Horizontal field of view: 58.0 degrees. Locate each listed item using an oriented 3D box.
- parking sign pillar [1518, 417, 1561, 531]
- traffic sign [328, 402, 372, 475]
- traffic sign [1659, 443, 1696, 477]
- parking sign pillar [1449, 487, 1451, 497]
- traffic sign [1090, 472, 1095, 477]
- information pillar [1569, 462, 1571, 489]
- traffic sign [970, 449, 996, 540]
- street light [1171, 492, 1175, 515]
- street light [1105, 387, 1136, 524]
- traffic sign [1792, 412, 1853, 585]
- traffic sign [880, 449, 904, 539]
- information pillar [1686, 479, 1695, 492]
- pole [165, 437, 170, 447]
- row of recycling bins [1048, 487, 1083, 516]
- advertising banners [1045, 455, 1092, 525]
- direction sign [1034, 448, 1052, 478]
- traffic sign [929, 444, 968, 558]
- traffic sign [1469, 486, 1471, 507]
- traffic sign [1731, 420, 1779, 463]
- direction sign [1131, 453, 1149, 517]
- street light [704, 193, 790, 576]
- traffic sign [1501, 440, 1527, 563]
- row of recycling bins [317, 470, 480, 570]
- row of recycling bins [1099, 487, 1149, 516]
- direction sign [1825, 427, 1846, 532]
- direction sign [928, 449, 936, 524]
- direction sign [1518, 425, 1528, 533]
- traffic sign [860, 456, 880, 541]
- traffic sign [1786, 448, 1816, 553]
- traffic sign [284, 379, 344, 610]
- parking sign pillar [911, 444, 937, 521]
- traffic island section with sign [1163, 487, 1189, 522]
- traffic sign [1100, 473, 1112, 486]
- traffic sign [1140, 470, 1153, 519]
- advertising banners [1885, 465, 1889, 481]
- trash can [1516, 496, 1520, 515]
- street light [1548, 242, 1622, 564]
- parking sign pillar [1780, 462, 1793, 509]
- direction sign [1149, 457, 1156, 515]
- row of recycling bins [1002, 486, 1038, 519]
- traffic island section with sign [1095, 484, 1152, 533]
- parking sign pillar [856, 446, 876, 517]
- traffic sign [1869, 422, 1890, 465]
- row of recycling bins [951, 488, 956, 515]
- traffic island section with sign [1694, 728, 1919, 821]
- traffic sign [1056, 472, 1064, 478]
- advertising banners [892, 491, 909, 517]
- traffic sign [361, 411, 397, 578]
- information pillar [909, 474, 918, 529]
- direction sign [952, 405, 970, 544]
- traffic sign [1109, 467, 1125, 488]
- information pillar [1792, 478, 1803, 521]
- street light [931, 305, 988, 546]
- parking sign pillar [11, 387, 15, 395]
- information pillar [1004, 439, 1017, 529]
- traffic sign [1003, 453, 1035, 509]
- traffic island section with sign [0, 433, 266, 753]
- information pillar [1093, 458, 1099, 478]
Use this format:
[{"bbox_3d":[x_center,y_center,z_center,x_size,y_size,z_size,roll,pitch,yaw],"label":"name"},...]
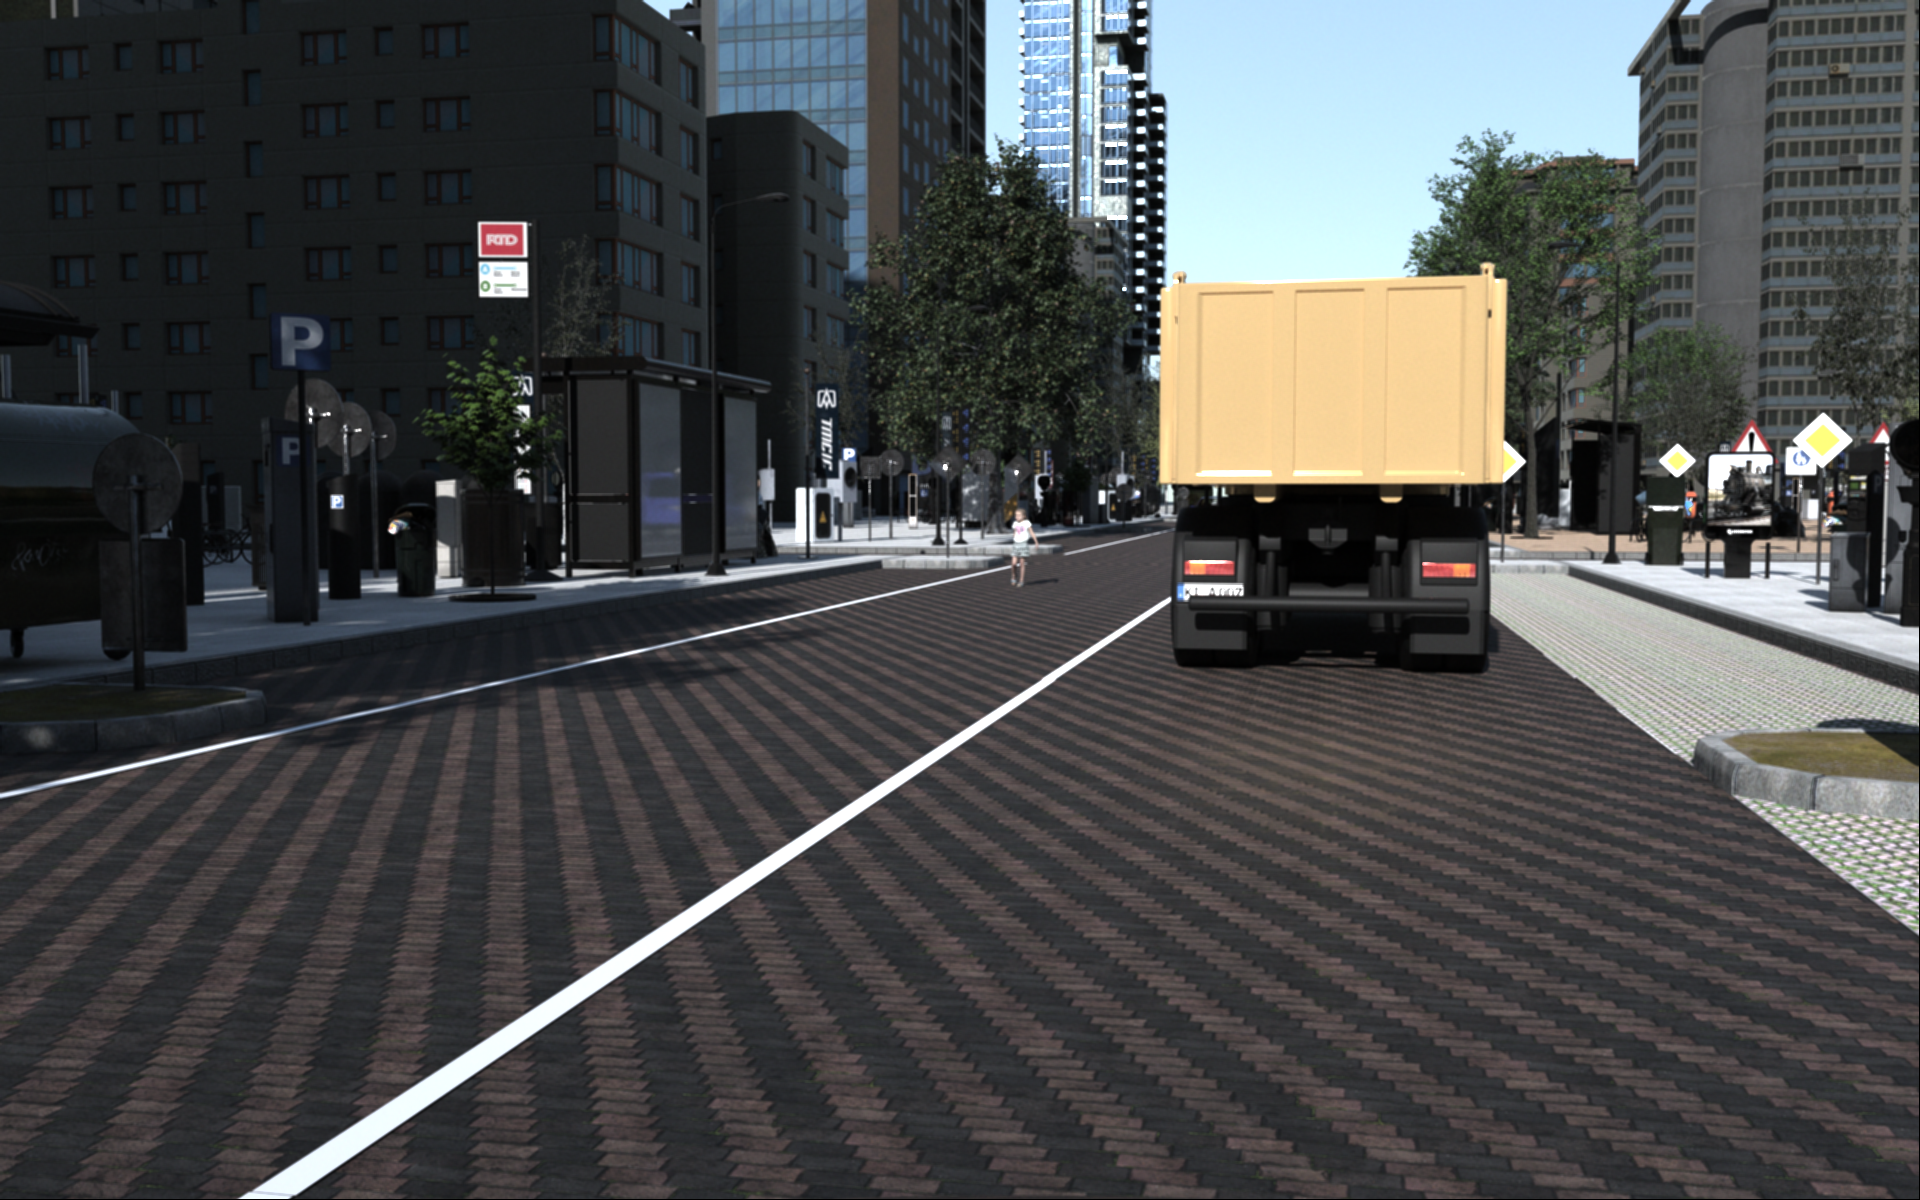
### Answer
[{"bbox_3d":[20.597,-4.465,61.481,1.447,3.967,1.447,-3,5,-39],"label":"parking sign pillar"},{"bbox_3d":[-8.479,-1.459,23.964,0.768,2.556,0.104,1,4,16],"label":"traffic sign"},{"bbox_3d":[16.353,-2.346,39.539,0.795,2.450,0.064,1,4,17],"label":"traffic sign"},{"bbox_3d":[29.676,-7.139,105.197,1.447,3.967,1.447,0,4,-2],"label":"parking sign pillar"},{"bbox_3d":[7.394,-6.079,99.503,0.768,2.556,0.104,1,4,17],"label":"traffic sign"},{"bbox_3d":[37.076,-6.926,104.598,0.504,3.616,0.183,2,4,23],"label":"information pillar"},{"bbox_3d":[0.633,-2.970,48.660,0.768,2.556,0.104,1,4,14],"label":"traffic sign"},{"bbox_3d":[13.816,-8.229,107.084,1.470,5.913,1.316,1,4,12],"label":"street light"},{"bbox_3d":[6.899,-6.270,75.060,1.470,5.913,1.316,1,4,12],"label":"street light"},{"bbox_3d":[12.159,-1.425,24.477,0.795,2.450,0.064,1,4,13],"label":"traffic sign"},{"bbox_3d":[-1.954,-2.985,48.907,0.768,2.556,0.104,1,4,19],"label":"traffic sign"},{"bbox_3d":[36.319,-4.994,86.150,0.304,2.012,0.304,0,4,6],"label":"information pillar"},{"bbox_3d":[-28.285,-4.169,61.999,0.158,3.312,0.155,0,3,0],"label":"pole"},{"bbox_3d":[5.749,-5.916,103.831,3.534,1.692,1.069,2,4,32],"label":"row of recycling bins"},{"bbox_3d":[4.410,-4.573,70.949,2.074,3.025,0.090,1,4,15],"label":"advertising banners"},{"bbox_3d":[4.039,-5.678,84.825,0.876,3.537,0.379,1,4,10],"label":"direction sign"},{"bbox_3d":[-0.239,-1.896,34.648,0.795,2.450,0.064,1,4,12],"label":"traffic sign"},{"bbox_3d":[11.835,-2.237,40.223,0.795,2.450,0.064,1,4,12],"label":"traffic sign"},{"bbox_3d":[13.852,-1.858,30.374,0.884,2.594,0.081,1,4,18],"label":"traffic sign"},{"bbox_3d":[9.890,-6.376,96.252,0.876,3.537,0.379,-1,4,-17],"label":"direction sign"},{"bbox_3d":[-3.315,-3.332,27.015,1.470,5.913,1.316,1,4,12],"label":"street light"},{"bbox_3d":[10.167,-1.760,32.413,0.795,2.450,0.064,1,4,12],"label":"traffic sign"},{"bbox_3d":[-9.464,-1.377,29.634,3.534,1.692,1.069,1,4,10],"label":"row of recycling bins"},{"bbox_3d":[9.172,-5.705,100.394,3.534,1.692,1.069,0,4,0],"label":"row of recycling bins"},{"bbox_3d":[29.634,-4.079,58.687,0.876,3.537,0.379,-1,4,-22],"label":"direction sign"},{"bbox_3d":[-1.166,-4.967,73.208,0.379,3.537,0.876,0,4,4],"label":"direction sign"},{"bbox_3d":[18.548,-3.967,56.859,0.379,3.537,0.876,3,5,43],"label":"direction sign"},{"bbox_3d":[-2.440,-2.740,46.921,0.606,2.300,0.079,1,4,21],"label":"traffic sign"},{"bbox_3d":[18.387,-2.189,37.917,0.606,2.300,0.079,1,4,20],"label":"traffic sign"},{"bbox_3d":[-7.153,-1.165,19.154,0.768,2.556,0.104,1,4,17],"label":"traffic sign"},{"bbox_3d":[-1.747,-5.839,83.938,1.447,3.967,1.447,0,4,-2],"label":"parking sign pillar"},{"bbox_3d":[11.767,-5.043,91.081,1.989,1.847,2.006,1,4,12],"label":"traffic island section with sign"},{"bbox_3d":[8.811,-6.380,104.420,0.768,2.556,0.104,1,4,14],"label":"traffic sign"},{"bbox_3d":[9.719,-5.546,90.775,0.768,2.556,0.104,1,4,21],"label":"traffic sign"},{"bbox_3d":[36.910,-4.538,70.377,0.090,3.025,2.074,-3,5,-40],"label":"advertising banners"},{"bbox_3d":[34.150,-5.728,105.312,0.748,1.137,0.748,0,3,0],"label":"trash can"},{"bbox_3d":[11.506,-3.632,31.922,1.470,5.913,1.316,1,4,12],"label":"street light"},{"bbox_3d":[50.671,-7.200,106.186,1.447,3.967,1.447,1,4,12],"label":"parking sign pillar"},{"bbox_3d":[11.547,-6.955,105.706,0.876,3.537,0.379,-1,4,-21],"label":"direction sign"},{"bbox_3d":[1.834,-4.709,84.105,3.534,1.692,1.069,0,4,-4],"label":"row of recycling bins"},{"bbox_3d":[6.148,-3.430,64.715,1.989,1.847,2.006,1,4,12],"label":"traffic island section with sign"},{"bbox_3d":[-5.422,-6.634,96.943,1.447,3.967,1.447,1,4,12],"label":"parking sign pillar"},{"bbox_3d":[16.686,-1.919,31.383,0.884,2.594,0.081,1,4,17],"label":"traffic sign"},{"bbox_3d":[1.101,-6.037,105.818,3.534,1.692,1.069,-1,4,-22],"label":"row of recycling bins"},{"bbox_3d":[4.725,0.015,8.389,1.989,1.847,2.006,1,4,12],"label":"traffic island section with sign"},{"bbox_3d":[4.571,-4.637,76.994,0.795,2.450,0.064,1,4,14],"label":"traffic sign"},{"bbox_3d":[-2.987,-6.292,99.068,2.074,3.025,0.090,-1,4,-17],"label":"advertising banners"},{"bbox_3d":[-8.942,-1.611,26.450,0.768,2.556,0.104,1,4,18],"label":"traffic sign"},{"bbox_3d":[-1.724,-3.629,63.818,0.304,2.012,0.304,0,4,5],"label":"information pillar"},{"bbox_3d":[0.020,-3.199,44.299,0.379,3.537,0.876,-2,4,-29],"label":"direction sign"},{"bbox_3d":[7.361,-4.961,81.223,0.768,2.556,0.104,1,4,15],"label":"traffic sign"},{"bbox_3d":[38.459,-4.590,79.544,0.304,2.012,0.304,-2,4,-31],"label":"information pillar"},{"bbox_3d":[-0.009,-4.304,42.907,1.470,5.913,1.316,1,4,12],"label":"street light"},{"bbox_3d":[-20.683,-3.000,37.521,1.447,3.967,1.447,3,5,43],"label":"parking sign pillar"},{"bbox_3d":[1.864,-4.452,64.149,0.504,3.616,0.183,1,4,11],"label":"information pillar"},{"bbox_3d":[1.429,-2.374,42.457,0.795,2.450,0.064,1,4,12],"label":"traffic sign"},{"bbox_3d":[-5.411,-0.118,10.555,1.989,1.847,2.006,1,4,12],"label":"traffic island section with sign"},{"bbox_3d":[8.809,-7.403,112.401,0.504,3.616,0.183,-2,4,-35],"label":"information pillar"}]
